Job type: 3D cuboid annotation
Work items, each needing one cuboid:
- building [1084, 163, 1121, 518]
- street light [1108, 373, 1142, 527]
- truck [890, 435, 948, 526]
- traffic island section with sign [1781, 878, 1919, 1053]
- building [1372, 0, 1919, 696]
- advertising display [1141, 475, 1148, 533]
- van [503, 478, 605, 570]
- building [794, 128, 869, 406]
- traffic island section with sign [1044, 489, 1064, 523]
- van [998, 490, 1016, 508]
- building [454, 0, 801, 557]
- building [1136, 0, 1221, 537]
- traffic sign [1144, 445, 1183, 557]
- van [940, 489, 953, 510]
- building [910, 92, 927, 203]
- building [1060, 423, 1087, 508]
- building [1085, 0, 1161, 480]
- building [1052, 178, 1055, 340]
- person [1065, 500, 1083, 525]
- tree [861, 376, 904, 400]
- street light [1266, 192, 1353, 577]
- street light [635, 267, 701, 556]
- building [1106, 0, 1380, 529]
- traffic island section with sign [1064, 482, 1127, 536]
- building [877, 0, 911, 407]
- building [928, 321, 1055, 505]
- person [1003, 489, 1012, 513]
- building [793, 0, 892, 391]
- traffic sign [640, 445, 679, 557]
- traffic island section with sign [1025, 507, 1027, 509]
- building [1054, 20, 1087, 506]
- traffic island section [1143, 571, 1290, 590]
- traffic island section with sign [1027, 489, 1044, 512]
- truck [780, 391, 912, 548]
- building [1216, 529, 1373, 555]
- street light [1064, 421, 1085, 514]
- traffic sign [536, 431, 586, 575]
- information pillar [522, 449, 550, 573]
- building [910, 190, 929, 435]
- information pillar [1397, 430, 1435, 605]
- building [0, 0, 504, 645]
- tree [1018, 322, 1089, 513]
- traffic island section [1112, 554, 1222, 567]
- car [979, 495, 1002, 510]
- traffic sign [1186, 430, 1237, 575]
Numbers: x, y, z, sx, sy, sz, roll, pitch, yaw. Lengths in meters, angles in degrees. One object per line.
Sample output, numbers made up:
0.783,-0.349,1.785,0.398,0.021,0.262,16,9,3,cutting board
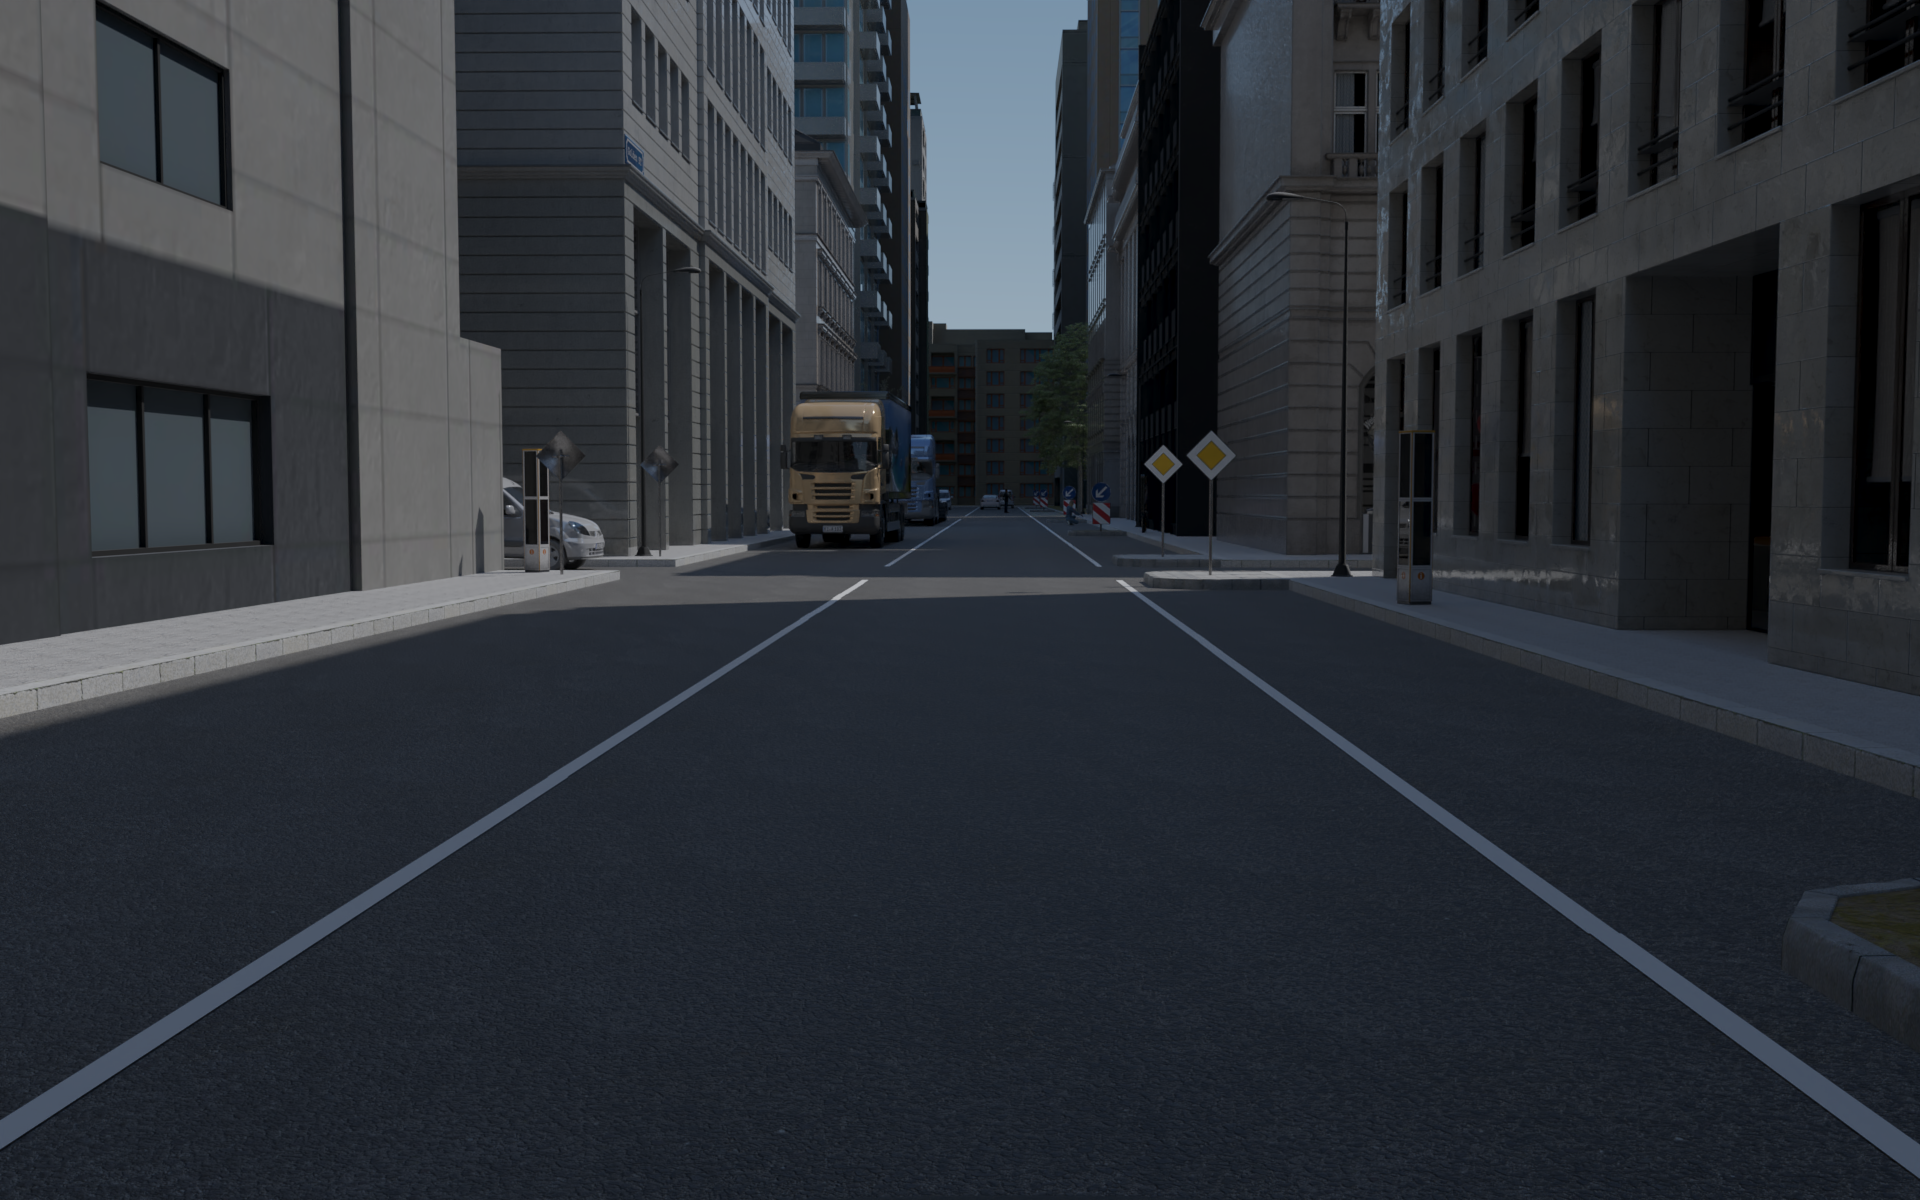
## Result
12.549,-15.420,101.267,9.793,20.994,18.267,0,4,1,building
6.384,-5.767,66.832,1.470,5.913,1.316,0,4,1,street light
-2.147,-5.797,84.544,2.967,4.110,18.799,0,4,2,truck
3.463,0.239,4.726,1.989,1.847,2.006,0,4,1,traffic island section with sign
11.448,-9.984,17.991,10.420,20.320,16.860,0,4,1,building
6.120,-3.199,57.511,0.123,1.923,0.974,1,4,13,advertising display
-8.778,-1.560,32.515,4.112,2.044,2.013,0,4,3,van
-11.255,-14.307,84.829,10.553,20.767,40.483,0,4,1,building
5.351,-4.791,86.956,1.989,1.847,2.006,0,4,1,traffic island section with sign
4.572,-10.185,173.531,2.013,2.044,4.112,0,4,1,van
-11.847,-16.635,49.481,11.434,29.767,29.804,0,4,1,building
12.873,-14.045,59.311,12.332,23.373,15.834,0,4,1,building
4.133,-1.934,35.266,0.795,2.450,0.064,0,4,1,traffic sign
-1.620,-9.083,155.518,2.013,2.044,4.112,0,3,0,van
-10.467,-30.299,178.980,14.086,41.232,14.154,0,4,1,building
20.373,-51.050,147.343,22.319,86.520,31.000,0,4,1,building
16.411,-29.055,125.155,14.600,45.320,14.200,0,4,1,building
17.930,-31.646,201.012,14.086,41.232,14.154,0,4,1,building
5.170,-4.013,79.610,0.738,1.151,1.012,-1,4,-15,person
-5.266,-9.699,108.938,4.360,8.622,3.978,0,3,0,tree
5.410,-3.320,26.823,1.470,5.913,1.316,0,4,1,street light
-6.000,-3.858,35.624,1.470,5.913,1.316,0,4,1,street light
14.107,-14.573,80.076,13.314,21.916,24.055,0,4,1,building
4.738,-3.141,59.976,1.989,1.847,2.006,0,4,1,traffic island section with sign
-11.496,-30.456,148.068,14.600,45.320,14.200,0,4,1,building
-3.421,-22.198,207.981,28.899,21.520,27.650,0,4,1,building
3.543,-7.539,131.781,0.705,1.821,1.348,-2,4,-28,person
-16.555,-30.958,125.779,23.786,49.044,30.456,0,4,1,building
-6.158,-1.950,35.523,0.795,2.450,0.064,0,4,1,traffic sign
7.153,-9.571,165.110,1.989,1.847,2.006,0,4,1,traffic island section with sign
20.551,-33.704,174.756,21.300,48.544,21.600,0,4,1,building
3.972,-0.311,27.360,2.009,0.180,2.903,0,4,1,traffic island section
6.523,-7.873,137.347,1.989,1.847,2.006,0,4,1,traffic island section with sign
-3.038,-3.709,49.556,2.839,4.237,11.283,0,4,3,truck
18.520,-12.201,41.282,24.055,21.916,13.314,0,4,1,building
7.295,-8.427,110.323,1.470,5.913,1.316,0,4,1,street light
-6.343,-1.462,27.540,0.795,2.450,0.064,0,4,1,traffic sign
-6.941,-1.461,28.376,0.304,2.012,0.304,1,4,21,information pillar
-10.232,-23.974,163.678,14.160,30.474,14.107,0,4,1,building
5.292,-0.956,20.117,0.304,2.012,0.304,-1,4,-15,information pillar
-18.278,-35.416,17.302,20.611,71.187,20.563,0,4,1,building
7.599,-12.041,114.995,7.486,12.596,7.792,0,3,0,tree
4.156,-0.799,35.343,2.009,0.180,2.903,0,4,1,traffic island section
2.821,-9.007,159.629,2.083,1.381,4.827,0,4,2,car
3.948,-1.446,27.283,0.795,2.450,0.064,0,4,1,traffic sign
